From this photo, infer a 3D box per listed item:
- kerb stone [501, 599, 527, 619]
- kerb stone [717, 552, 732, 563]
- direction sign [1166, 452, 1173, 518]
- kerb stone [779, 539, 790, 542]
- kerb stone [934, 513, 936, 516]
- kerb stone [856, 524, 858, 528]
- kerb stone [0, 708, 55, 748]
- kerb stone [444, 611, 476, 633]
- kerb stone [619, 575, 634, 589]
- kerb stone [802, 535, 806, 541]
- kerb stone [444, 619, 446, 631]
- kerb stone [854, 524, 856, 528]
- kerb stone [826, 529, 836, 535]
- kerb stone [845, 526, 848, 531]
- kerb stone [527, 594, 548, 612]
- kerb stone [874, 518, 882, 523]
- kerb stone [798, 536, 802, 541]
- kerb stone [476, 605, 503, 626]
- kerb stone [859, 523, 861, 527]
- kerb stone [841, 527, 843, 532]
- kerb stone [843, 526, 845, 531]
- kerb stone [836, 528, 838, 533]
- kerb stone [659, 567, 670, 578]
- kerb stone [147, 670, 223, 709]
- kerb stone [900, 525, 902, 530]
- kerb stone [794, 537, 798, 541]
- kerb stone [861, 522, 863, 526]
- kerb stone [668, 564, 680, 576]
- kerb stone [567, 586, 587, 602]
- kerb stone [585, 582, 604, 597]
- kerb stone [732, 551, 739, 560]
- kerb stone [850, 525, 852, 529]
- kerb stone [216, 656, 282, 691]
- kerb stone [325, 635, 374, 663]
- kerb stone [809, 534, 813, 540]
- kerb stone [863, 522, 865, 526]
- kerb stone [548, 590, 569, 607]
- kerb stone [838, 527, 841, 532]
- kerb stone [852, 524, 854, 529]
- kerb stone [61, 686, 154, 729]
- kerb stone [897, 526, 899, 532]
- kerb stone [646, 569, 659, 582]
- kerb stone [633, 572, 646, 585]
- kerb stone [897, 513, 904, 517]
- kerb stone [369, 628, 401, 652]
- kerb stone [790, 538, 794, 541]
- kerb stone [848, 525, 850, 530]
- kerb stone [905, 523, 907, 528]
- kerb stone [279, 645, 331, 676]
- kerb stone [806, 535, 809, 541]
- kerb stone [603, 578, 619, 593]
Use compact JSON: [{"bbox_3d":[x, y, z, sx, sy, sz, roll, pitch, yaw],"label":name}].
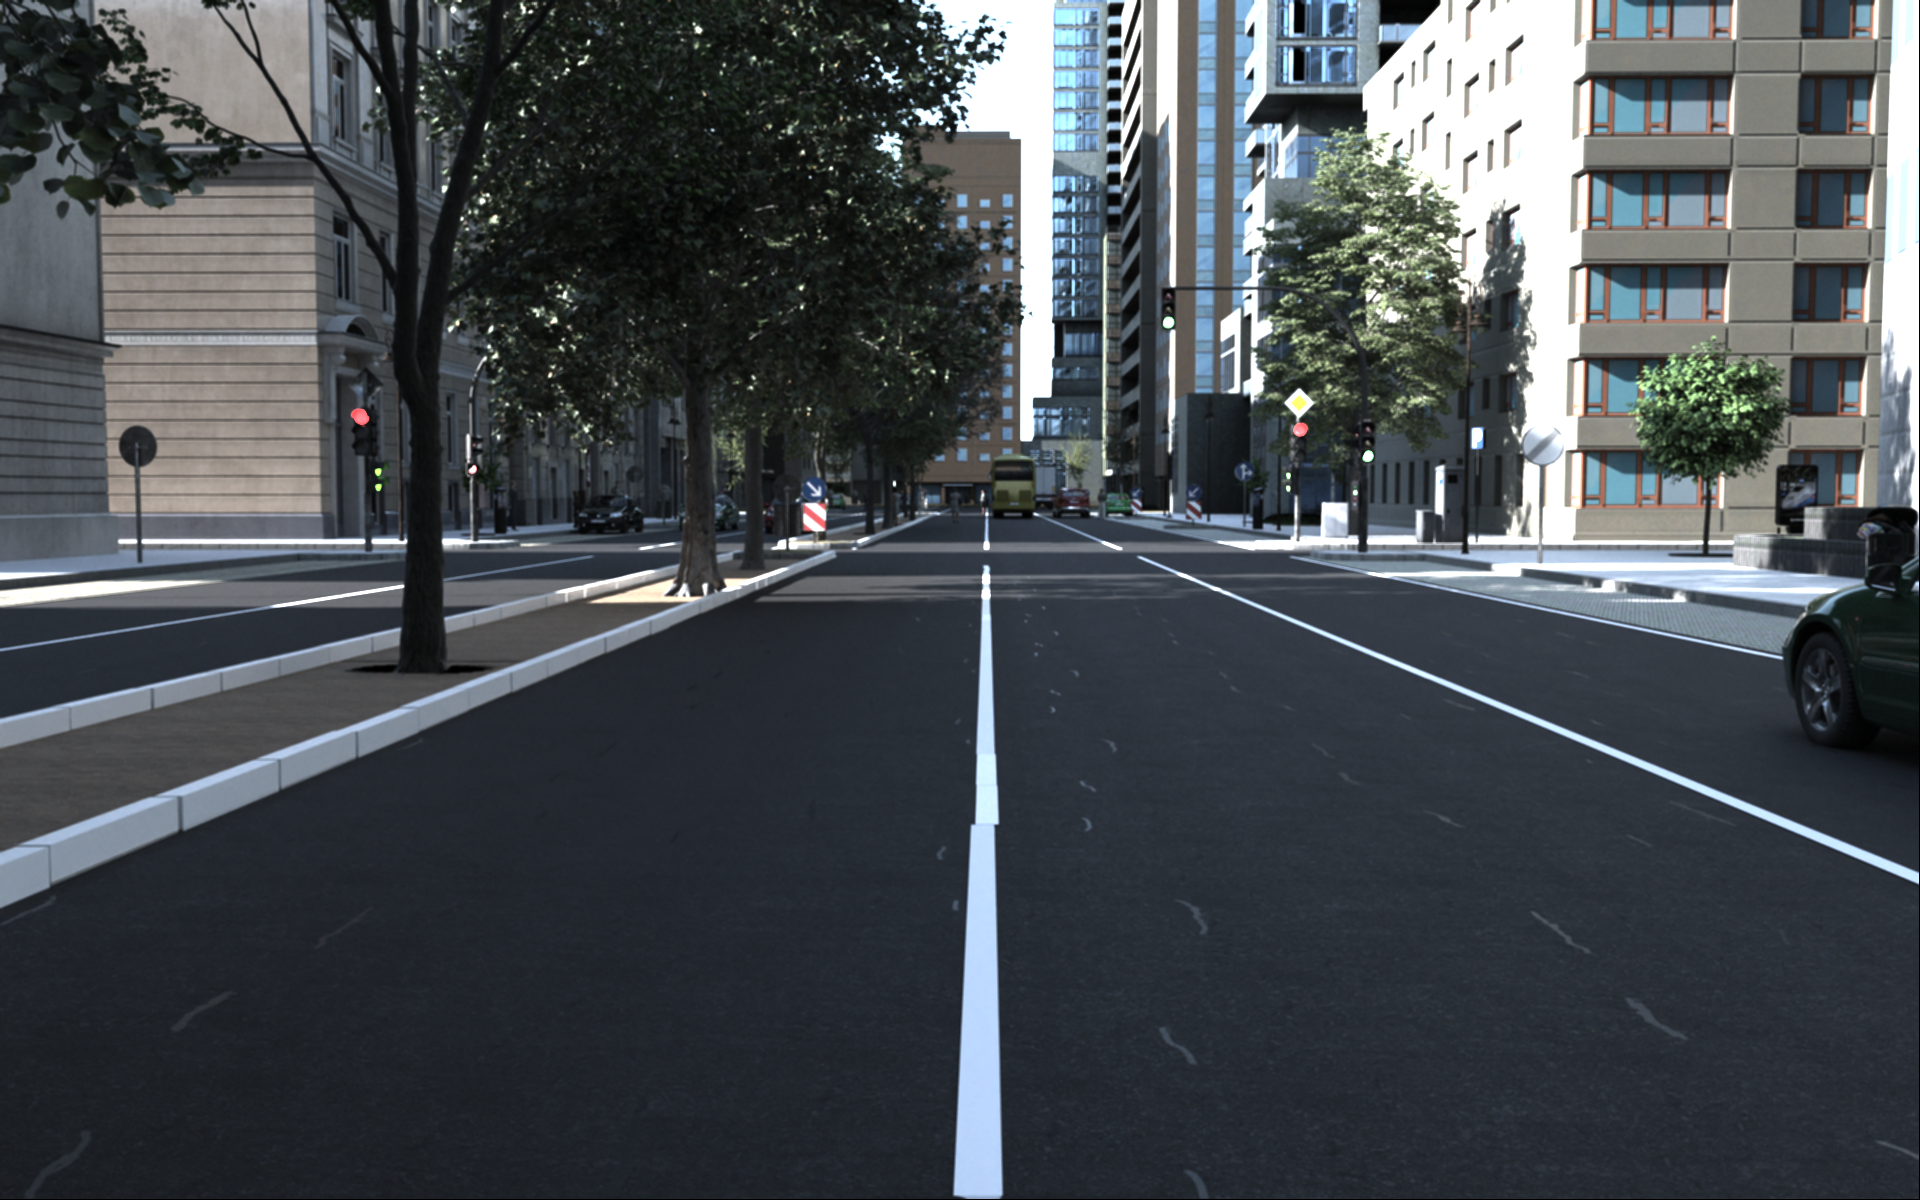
[{"bbox_3d":[-5.265,0.123,20.186,0.120,0.150,1.000,0,4,1],"label":"kerb stone"},{"bbox_3d":[-5.011,-0.880,36.581,0.120,0.150,1.000,0,4,1],"label":"kerb stone"},{"bbox_3d":[11.359,-6.228,93.817,0.379,3.537,0.876,-1,4,-14],"label":"direction sign"},{"bbox_3d":[-4.843,-1.541,47.396,0.120,0.150,1.000,0,4,1],"label":"kerb stone"},{"bbox_3d":[-1.765,-5.364,109.933,0.120,0.150,1.000,0,4,1],"label":"kerb stone"},{"bbox_3d":[-4.455,-3.047,72.009,0.120,0.150,1.000,0,4,1],"label":"kerb stone"},{"bbox_3d":[-5.423,0.752,9.919,0.120,0.150,1.000,0,4,1],"label":"kerb stone"},{"bbox_3d":[-5.301,0.250,18.125,0.120,0.150,1.000,0,4,1],"label":"kerb stone"},{"bbox_3d":[-5.167,-0.250,26.350,0.120,0.150,1.000,0,4,1],"label":"kerb stone"},{"bbox_3d":[-4.775,-1.792,51.496,0.120,0.150,1.000,0,4,1],"label":"kerb stone"},{"bbox_3d":[-5.316,0.314,17.095,0.120,0.150,1.000,0,4,1],"label":"kerb stone"},{"bbox_3d":[-4.477,-2.980,70.970,0.120,0.150,1.000,0,4,1],"label":"kerb stone"},{"bbox_3d":[-4.622,-2.419,61.746,0.120,0.150,1.000,0,4,1],"label":"kerb stone"},{"bbox_3d":[-4.537,-2.733,66.876,0.120,0.150,1.000,0,4,1],"label":"kerb stone"},{"bbox_3d":[-5.259,0.060,21.209,0.120,0.150,1.000,0,4,1],"label":"kerb stone"},{"bbox_3d":[-4.200,-4.051,88.428,0.120,0.150,1.000,0,4,1],"label":"kerb stone"},{"bbox_3d":[-4.794,-1.730,50.473,0.120,0.150,1.000,0,4,1],"label":"kerb stone"},{"bbox_3d":[-5.280,0.188,19.148,0.120,0.150,1.000,0,4,1],"label":"kerb stone"},{"bbox_3d":[-4.426,-3.172,74.053,0.120,0.150,1.000,0,4,1],"label":"kerb stone"},{"bbox_3d":[-4.572,-2.603,64.822,0.120,0.150,1.000,0,4,1],"label":"kerb stone"},{"bbox_3d":[-4.550,-2.670,65.849,0.120,0.150,1.000,0,4,1],"label":"kerb stone"},{"bbox_3d":[-4.600,-2.476,62.769,0.120,0.150,1.000,0,4,1],"label":"kerb stone"},{"bbox_3d":[-5.126,-0.436,29.416,0.120,0.150,1.000,0,4,1],"label":"kerb stone"},{"bbox_3d":[-5.392,0.627,11.974,0.120,0.150,1.000,0,4,1],"label":"kerb stone"},{"bbox_3d":[-2.437,-2.728,66.843,0.120,0.150,1.000,0,4,1],"label":"kerb stone"},{"bbox_3d":[-4.813,-1.667,49.451,0.120,0.150,1.000,0,4,1],"label":"kerb stone"},{"bbox_3d":[-4.413,-3.232,75.075,0.120,0.150,1.000,0,4,1],"label":"kerb stone"},{"bbox_3d":[-5.109,-0.504,30.437,0.120,0.150,1.000,0,4,1],"label":"kerb stone"},{"bbox_3d":[-5.220,-0.065,23.266,0.120,0.150,1.000,0,4,1],"label":"kerb stone"},{"bbox_3d":[-5.194,-0.128,24.288,0.120,0.150,1.000,0,4,1],"label":"kerb stone"},{"bbox_3d":[-4.996,-0.933,37.604,0.120,0.150,1.000,0,4,1],"label":"kerb stone"},{"bbox_3d":[-4.504,-2.858,68.926,0.120,0.150,1.000,0,4,1],"label":"kerb stone"},{"bbox_3d":[-5.373,0.563,12.995,0.120,0.150,1.000,0,4,1],"label":"kerb stone"},{"bbox_3d":[-5.347,0.438,15.042,0.120,0.150,1.000,0,4,1],"label":"kerb stone"},{"bbox_3d":[-4.746,-1.917,53.543,0.120,0.150,1.000,0,4,1],"label":"kerb stone"},{"bbox_3d":[-4.393,-3.297,76.108,0.120,0.150,1.000,0,4,1],"label":"kerb stone"},{"bbox_3d":[-5.238,-0.002,22.235,0.120,0.150,1.000,0,4,1],"label":"kerb stone"},{"bbox_3d":[-4.586,-2.544,63.792,0.120,0.150,1.000,0,4,1],"label":"kerb stone"},{"bbox_3d":[-4.494,-2.921,69.948,0.120,0.150,1.000,0,4,1],"label":"kerb stone"},{"bbox_3d":[-5.414,0.688,10.944,0.120,0.150,1.000,0,4,1],"label":"kerb stone"},{"bbox_3d":[-2.467,-2.605,64.793,0.120,0.150,1.000,0,4,1],"label":"kerb stone"},{"bbox_3d":[-5.138,-0.379,28.393,0.120,0.150,1.000,0,4,1],"label":"kerb stone"},{"bbox_3d":[-5.155,-0.317,27.371,0.120,0.150,1.000,0,4,1],"label":"kerb stone"},{"bbox_3d":[-3.837,-5.491,111.983,0.120,0.150,1.000,0,4,1],"label":"kerb stone"},{"bbox_3d":[-5.330,0.374,16.073,0.120,0.150,1.000,0,4,1],"label":"kerb stone"},{"bbox_3d":[-4.824,-1.604,48.418,0.120,0.150,1.000,0,4,1],"label":"kerb stone"},{"bbox_3d":[-4.517,-2.795,67.898,0.120,0.150,1.000,0,4,1],"label":"kerb stone"},{"bbox_3d":[-2.374,-2.982,70.947,0.120,0.150,1.000,0,4,1],"label":"kerb stone"},{"bbox_3d":[-5.359,0.503,14.019,0.120,0.150,1.000,0,4,1],"label":"kerb stone"},{"bbox_3d":[-4.759,-1.855,52.520,0.120,0.150,1.000,0,4,1],"label":"kerb stone"},{"bbox_3d":[-5.185,-0.191,25.319,0.120,0.150,1.000,0,4,1],"label":"kerb stone"}]
